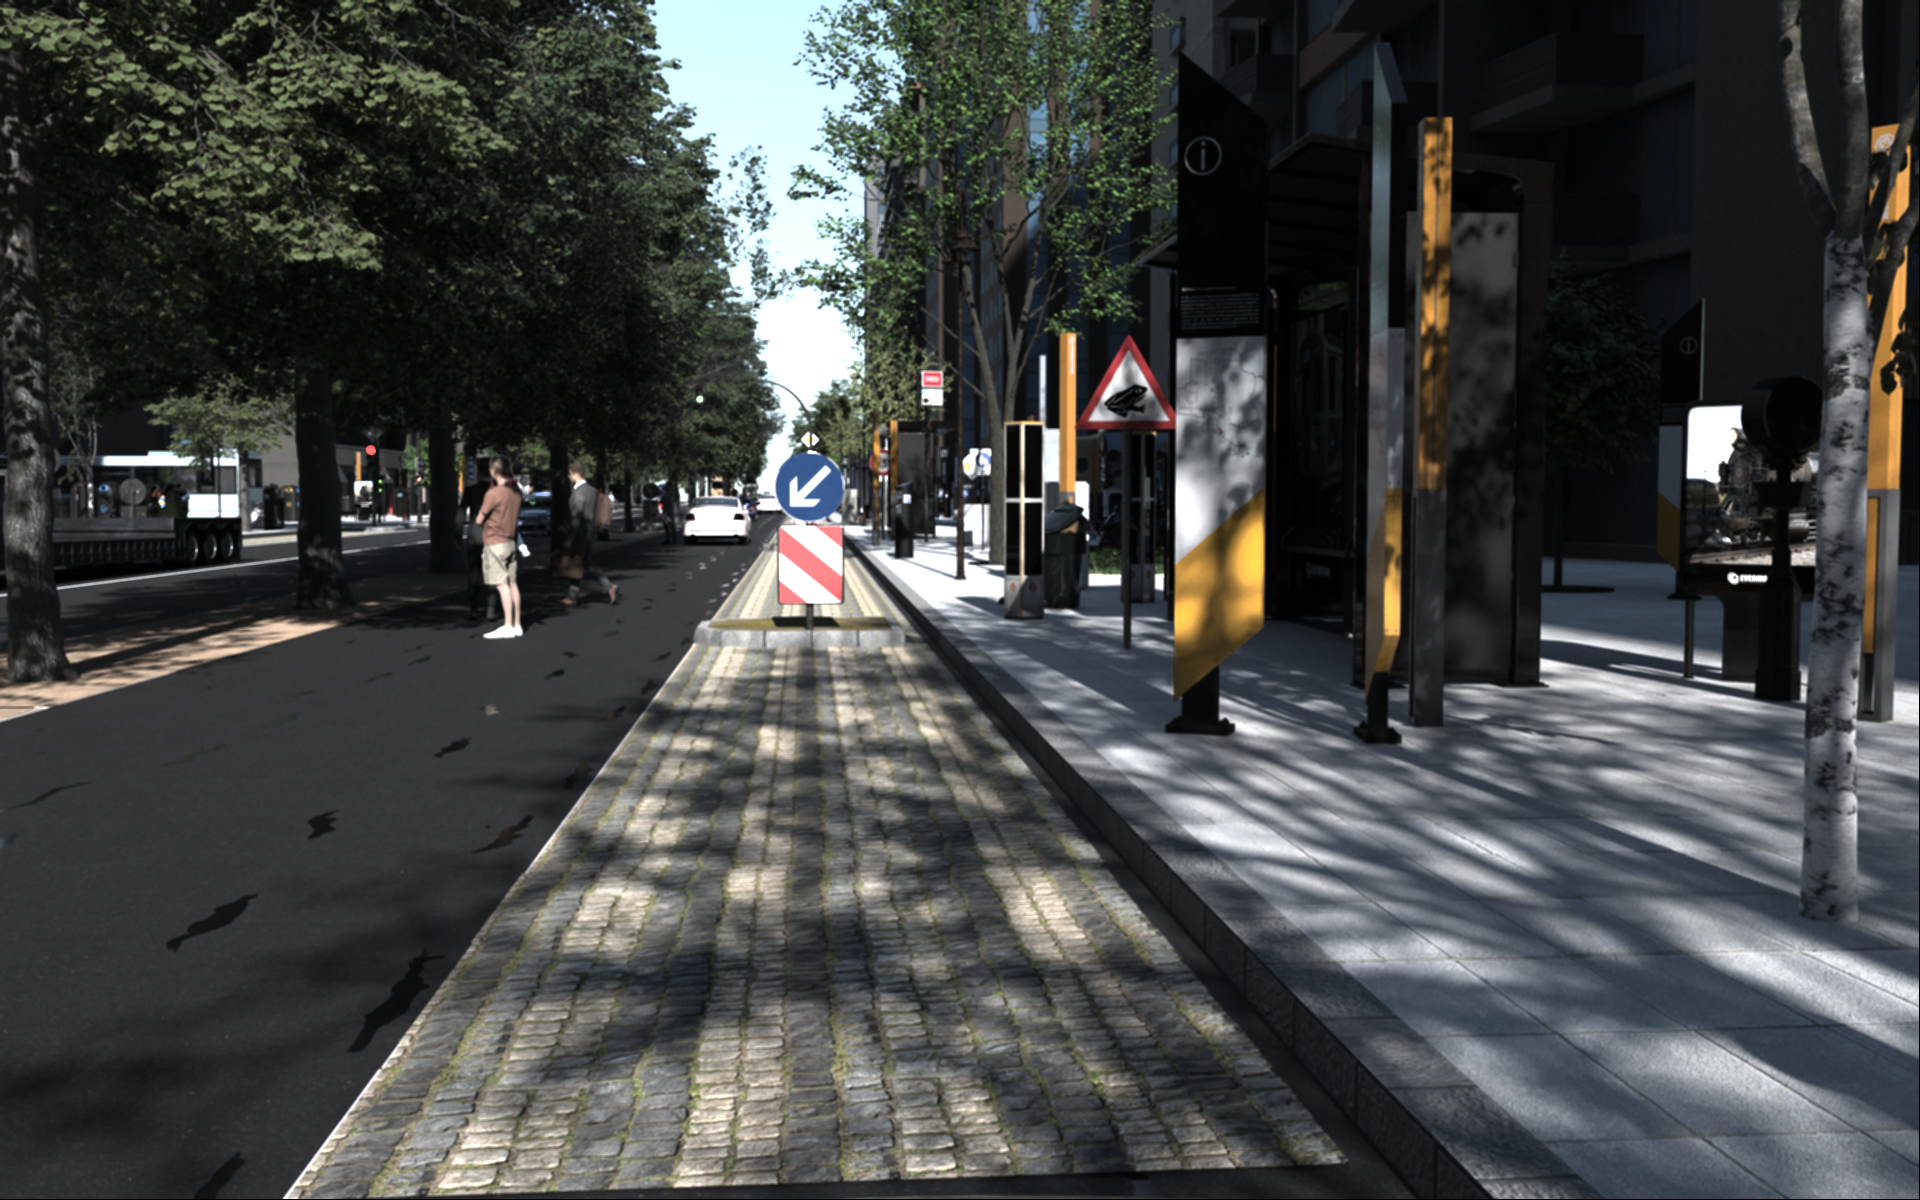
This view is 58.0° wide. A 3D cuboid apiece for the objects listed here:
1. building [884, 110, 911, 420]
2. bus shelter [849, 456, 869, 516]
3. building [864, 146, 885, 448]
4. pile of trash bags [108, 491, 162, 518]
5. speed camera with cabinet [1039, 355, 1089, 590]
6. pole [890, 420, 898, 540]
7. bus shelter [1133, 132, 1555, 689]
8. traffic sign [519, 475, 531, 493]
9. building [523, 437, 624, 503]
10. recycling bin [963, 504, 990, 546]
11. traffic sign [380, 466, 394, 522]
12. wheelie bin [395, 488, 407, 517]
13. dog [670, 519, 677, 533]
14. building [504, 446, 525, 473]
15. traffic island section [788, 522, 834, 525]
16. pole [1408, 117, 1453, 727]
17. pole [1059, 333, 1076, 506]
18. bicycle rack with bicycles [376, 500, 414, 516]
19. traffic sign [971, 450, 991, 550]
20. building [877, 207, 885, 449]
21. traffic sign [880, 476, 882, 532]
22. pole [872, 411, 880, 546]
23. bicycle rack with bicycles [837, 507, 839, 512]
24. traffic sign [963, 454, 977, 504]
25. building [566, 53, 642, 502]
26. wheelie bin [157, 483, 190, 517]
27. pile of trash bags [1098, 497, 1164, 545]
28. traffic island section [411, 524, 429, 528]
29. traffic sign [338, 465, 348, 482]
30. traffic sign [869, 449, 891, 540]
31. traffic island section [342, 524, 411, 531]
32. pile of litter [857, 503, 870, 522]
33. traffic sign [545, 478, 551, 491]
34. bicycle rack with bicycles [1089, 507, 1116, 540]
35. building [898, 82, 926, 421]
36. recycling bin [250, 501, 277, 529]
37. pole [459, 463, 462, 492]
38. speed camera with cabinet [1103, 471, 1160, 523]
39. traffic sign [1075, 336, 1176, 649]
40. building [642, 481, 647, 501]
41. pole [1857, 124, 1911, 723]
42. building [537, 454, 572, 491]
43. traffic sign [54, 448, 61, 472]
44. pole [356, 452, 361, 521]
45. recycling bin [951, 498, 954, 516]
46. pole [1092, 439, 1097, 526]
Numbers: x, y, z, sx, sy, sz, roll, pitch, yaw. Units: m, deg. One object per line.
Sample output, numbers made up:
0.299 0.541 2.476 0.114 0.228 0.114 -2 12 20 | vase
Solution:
2.068 -35.792 208.906 21.300 48.544 21.600 0 4 -5 | building
-4.853 -6.068 93.127 2.014 3.302 5.546 0 4 -5 | bus shelter
-5.865 -46.163 296.767 21.231 58.520 28.212 0 4 -5 | building
-25.046 -2.663 53.296 1.912 1.369 3.447 -1 4 -10 | pile of trash bags
1.397 -1.820 24.090 0.660 3.252 2.038 0 4 -3 | speed camera with cabinet
-1.820 -3.306 47.902 0.158 3.312 0.155 0 3 0 | pole
2.860 -1.418 14.471 1.731 3.624 6.357 0 4 -5 | bus shelter
-29.369 -7.147 116.957 0.768 2.556 0.104 0 4 -4 | traffic sign
-60.681 -36.648 253.822 22.147 44.769 28.867 0 4 -5 | building
0.356 -1.882 43.323 0.722 1.027 0.722 1 4 10 | recycling bin
-26.778 -4.923 80.498 0.884 2.594 0.081 0 4 -4 | traffic sign
-30.786 -5.359 95.532 0.693 1.594 0.980 -3 4 -38 | wheelie bin
-10.696 -2.770 64.571 0.406 0.507 0.540 -3 4 -38 | dog
-47.652 -28.876 155.716 14.154 41.232 14.086 0 4 -5 | building
-6.615 -3.342 76.914 2.009 0.180 2.903 0 4 -5 | traffic island section
2.588 -0.959 9.530 0.158 3.312 0.155 0 3 0 | pole
1.368 -1.725 22.044 0.158 3.312 0.155 0 3 0 | pole
-32.733 -5.262 99.415 2.852 0.926 2.925 0 4 4 | bicycle rack with bicycles
0.523 -2.277 39.365 0.606 2.300 0.079 0 4 -5 | traffic sign
-1.352 -39.656 267.984 23.786 49.044 30.456 0 4 -5 | building
-2.652 -3.461 58.714 0.606 2.300 0.079 0 4 4 | traffic sign
-2.076 -2.994 42.799 0.158 3.312 0.155 0 3 0 | pole
-8.185 -6.848 125.342 2.852 0.926 2.925 -1 4 -17 | bicycle rack with bicycles
0.326 -2.790 46.807 0.795 2.450 0.064 0 4 -4 | traffic sign
-62.202 -51.349 277.810 20.563 71.187 20.611 0 4 -5 | building
-23.140 -2.639 51.059 0.693 1.594 0.980 1 4 12 | wheelie bin
4.738 -2.009 42.593 1.912 1.369 3.447 2 4 26 | pile of trash bags
-23.539 -3.249 75.409 2.009 0.180 2.903 0 4 -5 | traffic island section
-28.188 -4.804 78.556 0.884 2.594 0.081 0 4 0 | traffic sign
-2.158 -2.969 48.645 0.768 2.556 0.104 0 4 -1 | traffic sign
-22.827 -2.763 67.456 2.009 0.180 2.903 0 4 -5 | traffic island section
-4.528 -4.563 88.573 1.176 0.858 1.719 -1 4 -19 | pile of litter
-32.403 -8.355 136.713 0.768 2.556 0.104 0 4 3 | traffic sign
4.011 -2.186 49.120 2.925 0.926 2.852 -1 4 -14 | bicycle rack with bicycles
4.767 -32.376 183.975 22.147 44.769 28.867 0 4 -5 | building
-25.708 -3.143 63.942 0.722 1.027 0.722 0 4 1 | recycling bin
-26.875 -6.080 93.243 0.158 3.312 0.155 0 3 0 | pole
6.407 -4.302 64.672 2.038 3.252 0.660 0 4 -3 | speed camera with cabinet
1.386 -0.875 14.306 0.884 2.594 0.081 0 4 2 | traffic sign
-61.154 -37.497 296.677 14.154 41.232 14.086 0 4 -5 | building
5.171 -0.971 9.717 0.158 3.312 0.155 0 3 0 | pole
-52.469 -31.493 198.512 14.154 41.232 14.086 0 4 -5 | building
-23.999 -2.776 45.500 0.768 2.556 0.104 0 4 -2 | traffic sign
-29.123 -5.509 83.921 0.158 3.312 0.155 0 3 0 | pole
-0.301 -5.554 103.355 0.722 1.027 0.722 -2 4 -25 | recycling bin
4.958 -4.282 63.860 0.158 3.312 0.155 0 3 0 | pole
